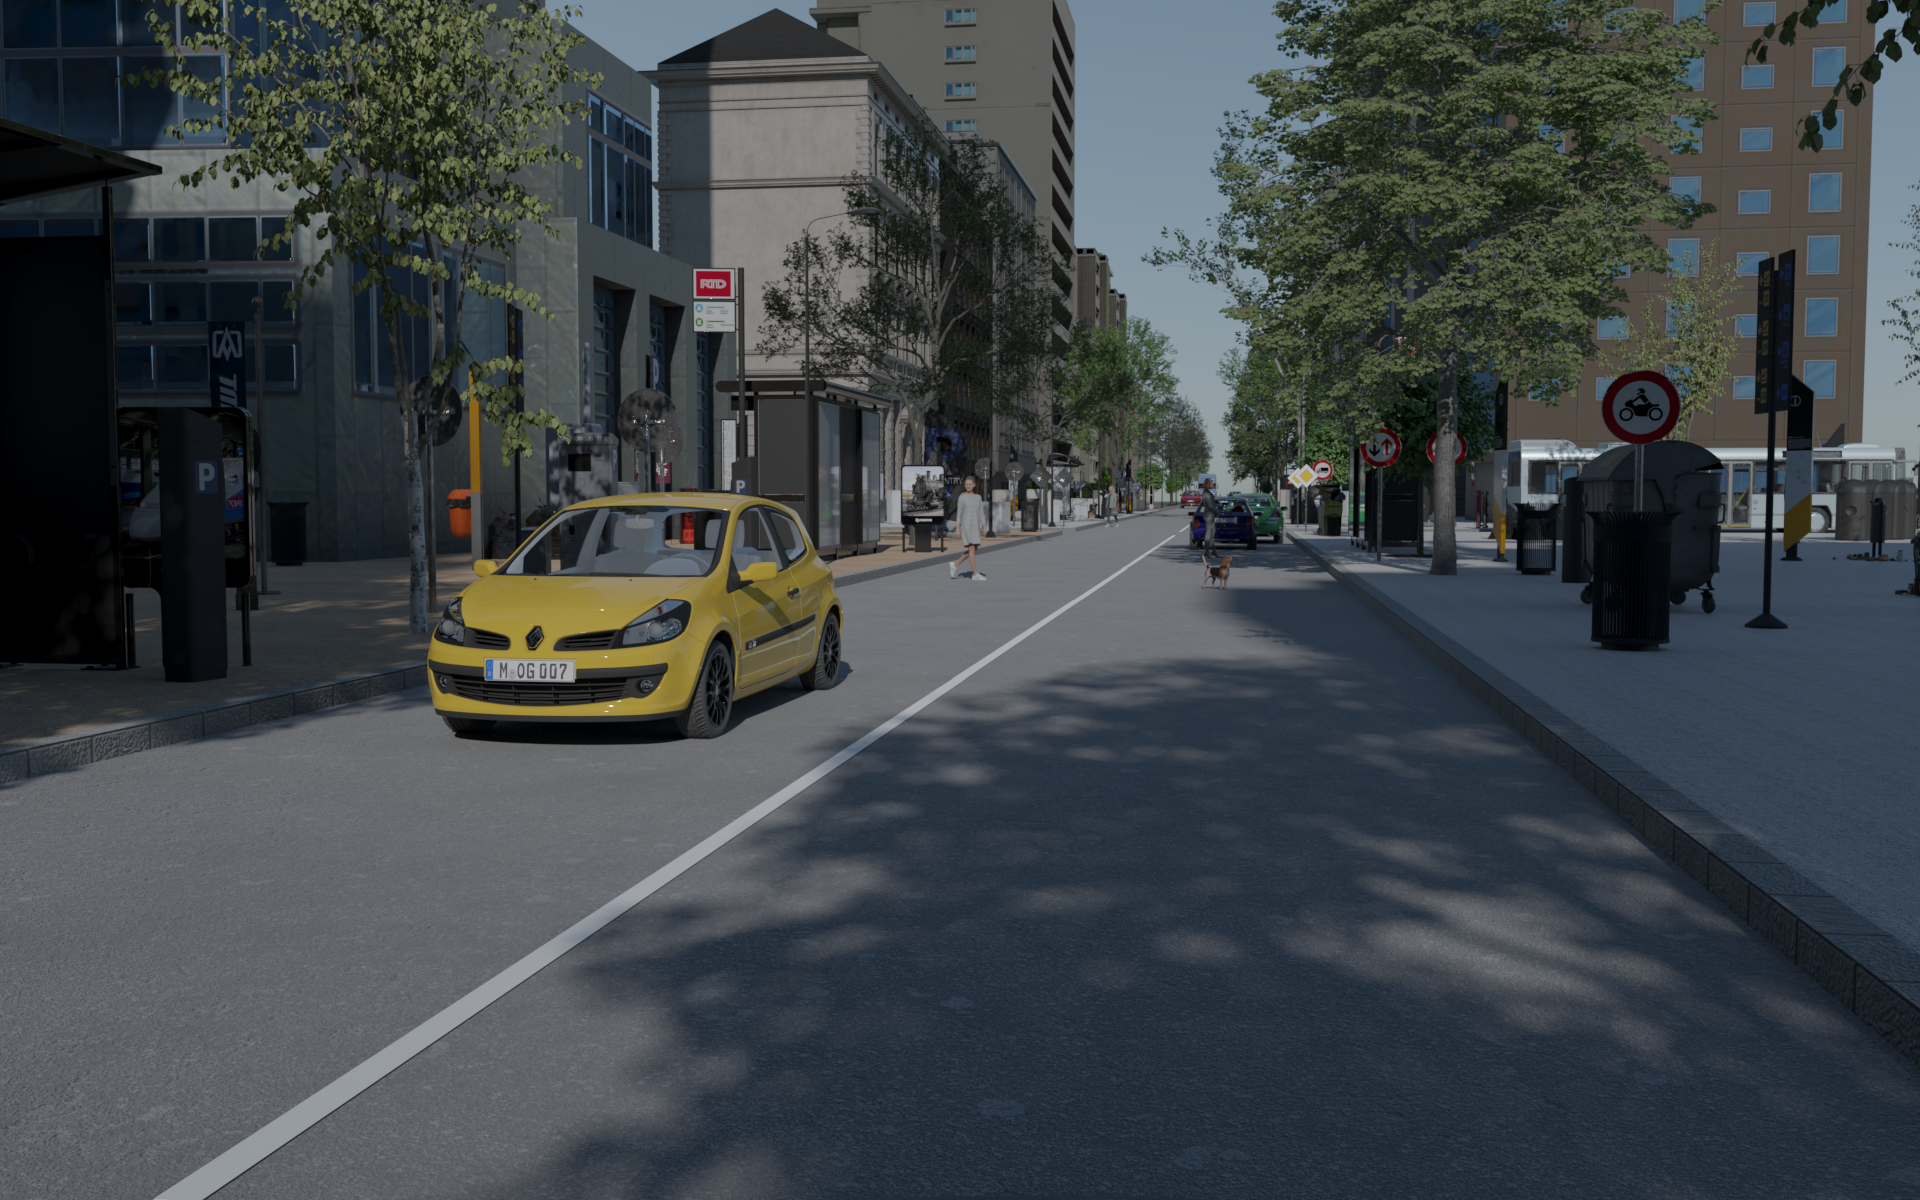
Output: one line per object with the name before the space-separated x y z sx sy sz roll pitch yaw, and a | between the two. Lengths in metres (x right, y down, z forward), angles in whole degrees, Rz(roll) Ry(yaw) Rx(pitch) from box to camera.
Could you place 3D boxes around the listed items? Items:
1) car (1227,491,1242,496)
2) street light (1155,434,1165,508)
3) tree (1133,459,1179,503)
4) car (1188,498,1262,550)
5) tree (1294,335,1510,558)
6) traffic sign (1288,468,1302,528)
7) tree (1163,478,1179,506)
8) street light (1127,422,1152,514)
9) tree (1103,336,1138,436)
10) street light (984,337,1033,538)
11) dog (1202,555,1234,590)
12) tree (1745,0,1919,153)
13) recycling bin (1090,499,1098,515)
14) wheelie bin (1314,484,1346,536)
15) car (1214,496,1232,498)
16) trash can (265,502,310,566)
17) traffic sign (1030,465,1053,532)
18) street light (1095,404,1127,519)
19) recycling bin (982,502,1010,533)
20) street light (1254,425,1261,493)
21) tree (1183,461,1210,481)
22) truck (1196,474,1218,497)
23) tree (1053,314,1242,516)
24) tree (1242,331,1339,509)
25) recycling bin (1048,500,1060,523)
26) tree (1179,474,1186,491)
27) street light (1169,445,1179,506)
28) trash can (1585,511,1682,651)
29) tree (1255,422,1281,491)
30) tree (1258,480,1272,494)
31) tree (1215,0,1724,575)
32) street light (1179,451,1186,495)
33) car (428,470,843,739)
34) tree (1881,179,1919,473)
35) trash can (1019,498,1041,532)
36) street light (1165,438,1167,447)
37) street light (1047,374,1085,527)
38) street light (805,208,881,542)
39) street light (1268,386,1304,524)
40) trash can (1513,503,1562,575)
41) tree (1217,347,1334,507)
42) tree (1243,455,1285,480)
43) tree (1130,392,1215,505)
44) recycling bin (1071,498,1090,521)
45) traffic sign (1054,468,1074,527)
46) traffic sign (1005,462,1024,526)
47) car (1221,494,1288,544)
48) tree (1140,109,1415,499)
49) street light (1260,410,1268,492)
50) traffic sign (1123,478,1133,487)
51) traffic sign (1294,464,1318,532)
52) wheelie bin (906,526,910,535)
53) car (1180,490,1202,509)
car | 35.995 -13.322 226.479 2.281 1.827 5.304 1 4 9
street light | 14.874 -9.858 133.724 1.470 5.913 1.316 1 4 9
tree | 17.370 -10.596 156.957 4.285 4.588 4.351 0 3 0
car | 6.975 -2.025 45.685 1.945 1.354 3.894 1 4 10
tree | 9.456 -3.170 35.548 4.285 4.588 4.351 0 3 0
traffic sign | 12.811 -3.795 65.697 0.795 2.450 0.064 1 4 9
tree | 22.686 -11.819 187.842 1.663 3.219 1.824 0 3 0
street light | 11.436 -8.517 111.802 1.470 5.913 1.316 1 4 9
tree | 3.840 -8.552 74.232 8.767 10.594 7.601 2 4 24
street light | 1.438 -4.776 50.627 1.470 5.913 1.316 1 4 9
dog | 3.867 -0.411 26.002 0.540 0.507 0.406 1 4 17
tree | 4.999 -3.524 7.978 4.737 8.622 4.395 0 3 0
recycling bin | 7.110 -5.017 94.586 0.722 1.027 0.722 -2 4 -30
wheelie bin | 11.436 -2.780 53.355 0.980 1.594 0.693 -1 4 -11
car | 11.854 -3.967 77.445 1.945 1.354 3.894 1 4 9
trash can | -12.005 -1.181 30.956 0.748 1.137 0.748 0 3 0
traffic sign | 2.772 -3.400 59.229 0.795 2.450 0.064 1 4 9
street light | 7.749 -7.169 89.761 1.470 5.913 1.316 1 4 9
recycling bin | 1.195 -2.720 57.019 0.722 1.027 0.722 2 4 27
street light | 20.853 -8.847 117.187 1.470 5.913 1.316 1 4 9
tree | 39.901 -22.322 299.375 7.601 10.594 8.767 -2 4 -25
truck | 33.782 -15.041 235.681 2.967 4.110 18.799 1 4 9
tree | 8.985 -10.624 99.463 9.928 11.665 9.643 0 3 0
tree | 20.179 -11.211 109.049 9.928 11.665 9.643 0 3 0
recycling bin | 4.016 -3.893 76.197 0.722 1.027 0.722 0 4 0
tree | 29.420 -15.485 236.896 4.285 4.588 4.351 0 3 0
street light | 19.725 -11.723 164.213 1.470 5.913 1.316 1 4 9
trash can | 5.554 -0.164 14.328 0.748 1.137 0.748 0 3 0
tree | 27.969 -12.551 155.573 4.360 8.622 3.978 0 3 0
tree | 40.193 -14.154 226.014 1.663 3.219 1.824 0 3 0
tree | 8.064 -6.657 26.974 7.486 12.596 7.792 0 3 0
street light | 23.169 -13.041 185.753 1.470 5.913 1.316 1 4 9
car | -2.012 -0.076 11.471 2.015 1.641 3.980 1 4 11
tree | 22.390 -5.375 38.252 4.360 8.622 3.978 0 3 0
trash can | 2.365 -2.874 58.649 0.748 1.137 0.748 0 3 0
street light | 16.227 -10.396 142.515 1.470 5.913 1.316 1 4 9
street light | 4.124 -5.795 67.288 1.470 5.913 1.316 1 4 9
street light | -1.968 -3.412 28.321 1.470 5.913 1.316 1 4 9
street light | 14.035 -6.210 74.079 1.470 5.913 1.316 1 4 9
trash can | 9.181 -0.974 27.580 0.748 1.137 0.748 0 3 0
tree | 22.948 -12.757 125.584 9.611 12.733 9.660 0 3 0
tree | 41.600 -18.612 238.723 8.767 10.594 7.601 -3 5 -42
tree | 26.205 -18.527 213.287 12.009 13.543 11.850 0 3 0
recycling bin | 5.682 -4.241 81.889 0.722 1.027 0.722 0 4 4
traffic sign | 4.031 -3.882 67.114 0.795 2.450 0.064 1 4 9
traffic sign | 2.141 -4.187 68.559 0.768 2.556 0.104 1 4 18
car | 8.701 -2.436 51.624 2.131 1.459 4.920 1 4 9
tree | 15.795 -14.097 86.383 12.611 20.169 13.585 0 3 0
street light | 17.485 -7.529 95.635 1.470 5.913 1.316 1 4 9
traffic sign | 12.655 -7.994 130.808 0.768 2.556 0.104 1 4 17
traffic sign | 11.552 -3.313 57.811 0.795 2.450 0.064 1 4 9
wheelie bin | -1.239 -2.810 53.846 0.693 1.594 0.980 2 4 31
car | 23.145 -10.076 173.407 2.281 1.827 5.304 1 4 9
